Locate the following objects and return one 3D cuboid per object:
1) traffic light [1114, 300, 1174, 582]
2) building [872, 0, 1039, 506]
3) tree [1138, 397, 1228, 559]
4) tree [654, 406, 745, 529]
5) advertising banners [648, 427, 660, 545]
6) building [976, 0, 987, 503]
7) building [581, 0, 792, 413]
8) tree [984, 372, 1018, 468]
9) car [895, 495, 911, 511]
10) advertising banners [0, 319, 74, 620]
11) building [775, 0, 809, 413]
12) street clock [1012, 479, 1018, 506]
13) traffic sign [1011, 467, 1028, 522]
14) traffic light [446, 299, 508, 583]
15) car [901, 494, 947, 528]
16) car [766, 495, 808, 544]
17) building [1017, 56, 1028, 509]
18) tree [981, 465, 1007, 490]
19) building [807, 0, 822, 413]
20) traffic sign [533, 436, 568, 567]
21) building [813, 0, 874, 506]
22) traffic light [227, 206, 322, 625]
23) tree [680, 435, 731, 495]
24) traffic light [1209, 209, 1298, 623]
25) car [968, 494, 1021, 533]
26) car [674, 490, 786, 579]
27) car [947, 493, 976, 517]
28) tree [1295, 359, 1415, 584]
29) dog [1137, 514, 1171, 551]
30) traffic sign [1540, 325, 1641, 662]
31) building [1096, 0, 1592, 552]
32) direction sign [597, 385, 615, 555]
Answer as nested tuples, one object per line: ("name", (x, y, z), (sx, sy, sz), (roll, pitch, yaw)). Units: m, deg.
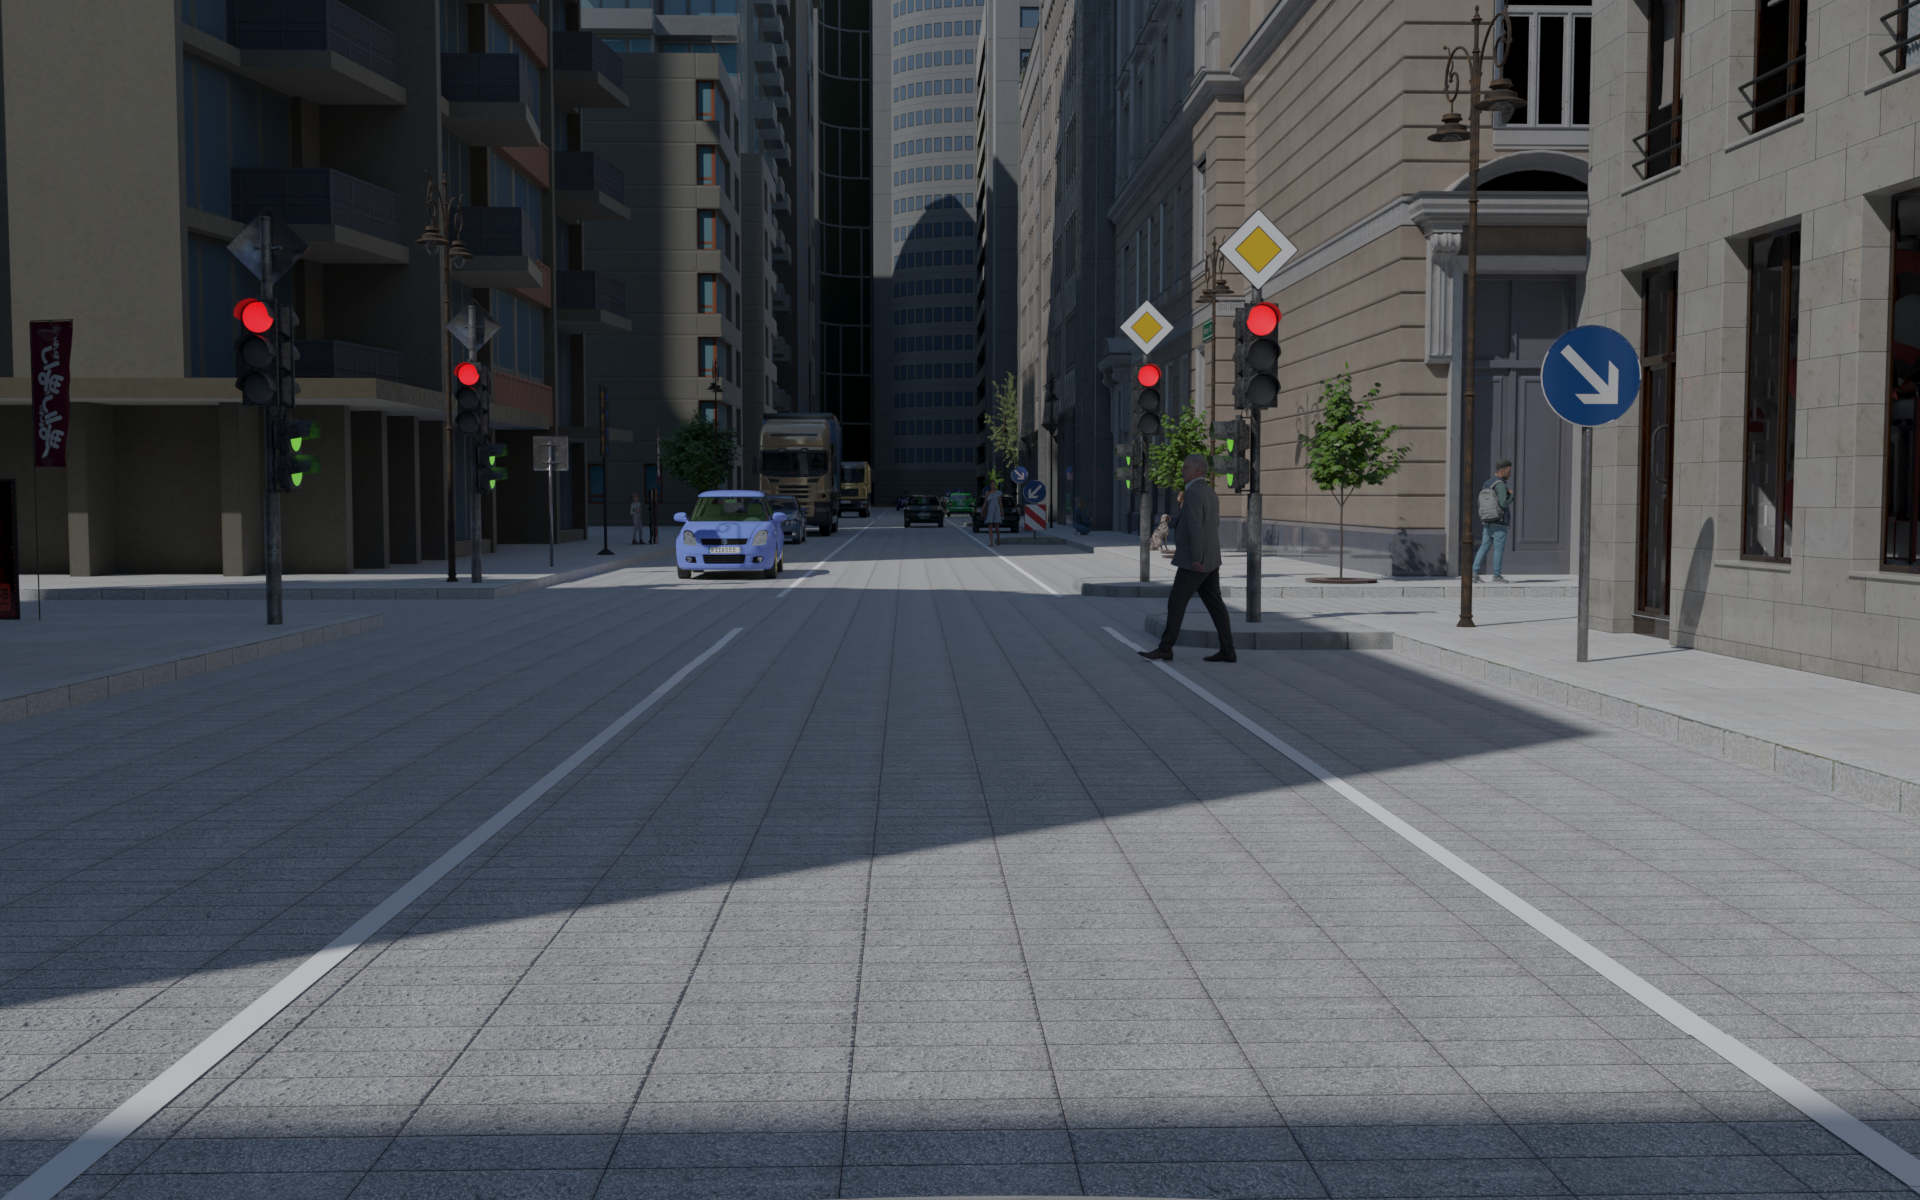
("traffic light", (2.685, -2.221, 25.228), (0.839, 4.253, 0.868), (0, 4, -2))
("building", (4.373, -39.909, 194.508), (28.212, 58.520, 21.231), (0, 4, -2))
("tree", (4.670, -2.441, 34.517), (1.663, 3.219, 1.824), (0, 3, 0))
("tree", (-9.615, -4.933, 64.372), (4.285, 4.588, 4.351), (0, 3, 0))
("advertising banners", (-7.868, -2.965, 44.662), (0.090, 3.025, 2.074), (0, 4, -2))
("building", (12.601, -33.062, 164.260), (21.300, 48.544, 21.600), (0, 4, -2))
("building", (-22.868, -30.270, 114.520), (23.786, 49.044, 30.456), (0, 4, -2))
("tree", (3.526, -9.371, 103.571), (4.737, 8.622, 4.395), (0, 3, 0))
("car", (-4.566, -8.281, 147.976), (1.945, 1.354, 3.894), (0, 4, -1))
("advertising banners", (-9.862, -1.313, 17.655), (2.074, 3.025, 0.090), (1, 4, 15))
("building", (-19.358, -29.781, 137.034), (14.600, 45.320, 14.200), (0, 4, -2))
("street clock", (2.687, -4.927, 85.124), (0.358, 2.002, 0.471), (0, 4, -7))
("traffic sign", (2.759, -4.914, 80.442), (0.768, 2.556, 0.104), (0, 4, 1))
("traffic light", (-6.971, -2.202, 24.926), (0.839, 4.253, 0.868), (0, 4, -2))
("car", (-1.565, -4.020, 75.505), (2.009, 1.686, 4.222), (0, 4, -1))
("car", (-5.460, -2.377, 50.873), (2.014, 1.417, 4.499), (0, 4, -2))
("building", (10.818, -21.206, 118.415), (14.160, 30.474, 14.107), (0, 4, -2))
("tree", (2.315, -7.408, 115.722), (1.663, 3.219, 1.824), (0, 3, 0))
("building", (-27.102, -34.880, 159.534), (27.495, 52.752, 28.713), (0, 4, -2))
("traffic sign", (-7.200, -1.735, 30.489), (0.606, 2.300, 0.079), (0, 4, 0))
("building", (-20.027, -46.184, 193.367), (20.611, 71.187, 20.563), (0, 4, -2))
("traffic light", (-6.733, -1.714, 16.944), (0.839, 4.253, 0.868), (0, 4, -2))
("tree", (-8.360, -3.816, 56.995), (1.663, 3.219, 1.824), (0, 3, 0))
("traffic light", (2.923, -1.732, 17.247), (0.839, 4.253, 0.868), (0, 4, -2))
("car", (1.326, -3.386, 65.149), (2.009, 1.686, 4.222), (0, 4, 0))
("car", (-4.004, -1.275, 30.437), (1.945, 1.707, 3.694), (0, 4, -3))
("car", (0.032, -6.165, 109.591), (1.959, 1.807, 4.718), (0, 4, -1))
("tree", (5.495, -1.856, 24.946), (1.663, 3.219, 1.824), (0, 3, 0))
("dog", (4.409, -1.526, 39.326), (0.800, 0.831, 0.513), (0, 4, 2))
("traffic sign", (4.754, -0.798, 13.154), (0.768, 2.556, 0.104), (0, 4, -1))
("building", (11.777, -16.123, 49.510), (13.634, 28.700, 20.117), (0, 4, -2))
("direction sign", (-7.472, -2.718, 36.429), (0.379, 3.537, 0.876), (0, 4, -1))
